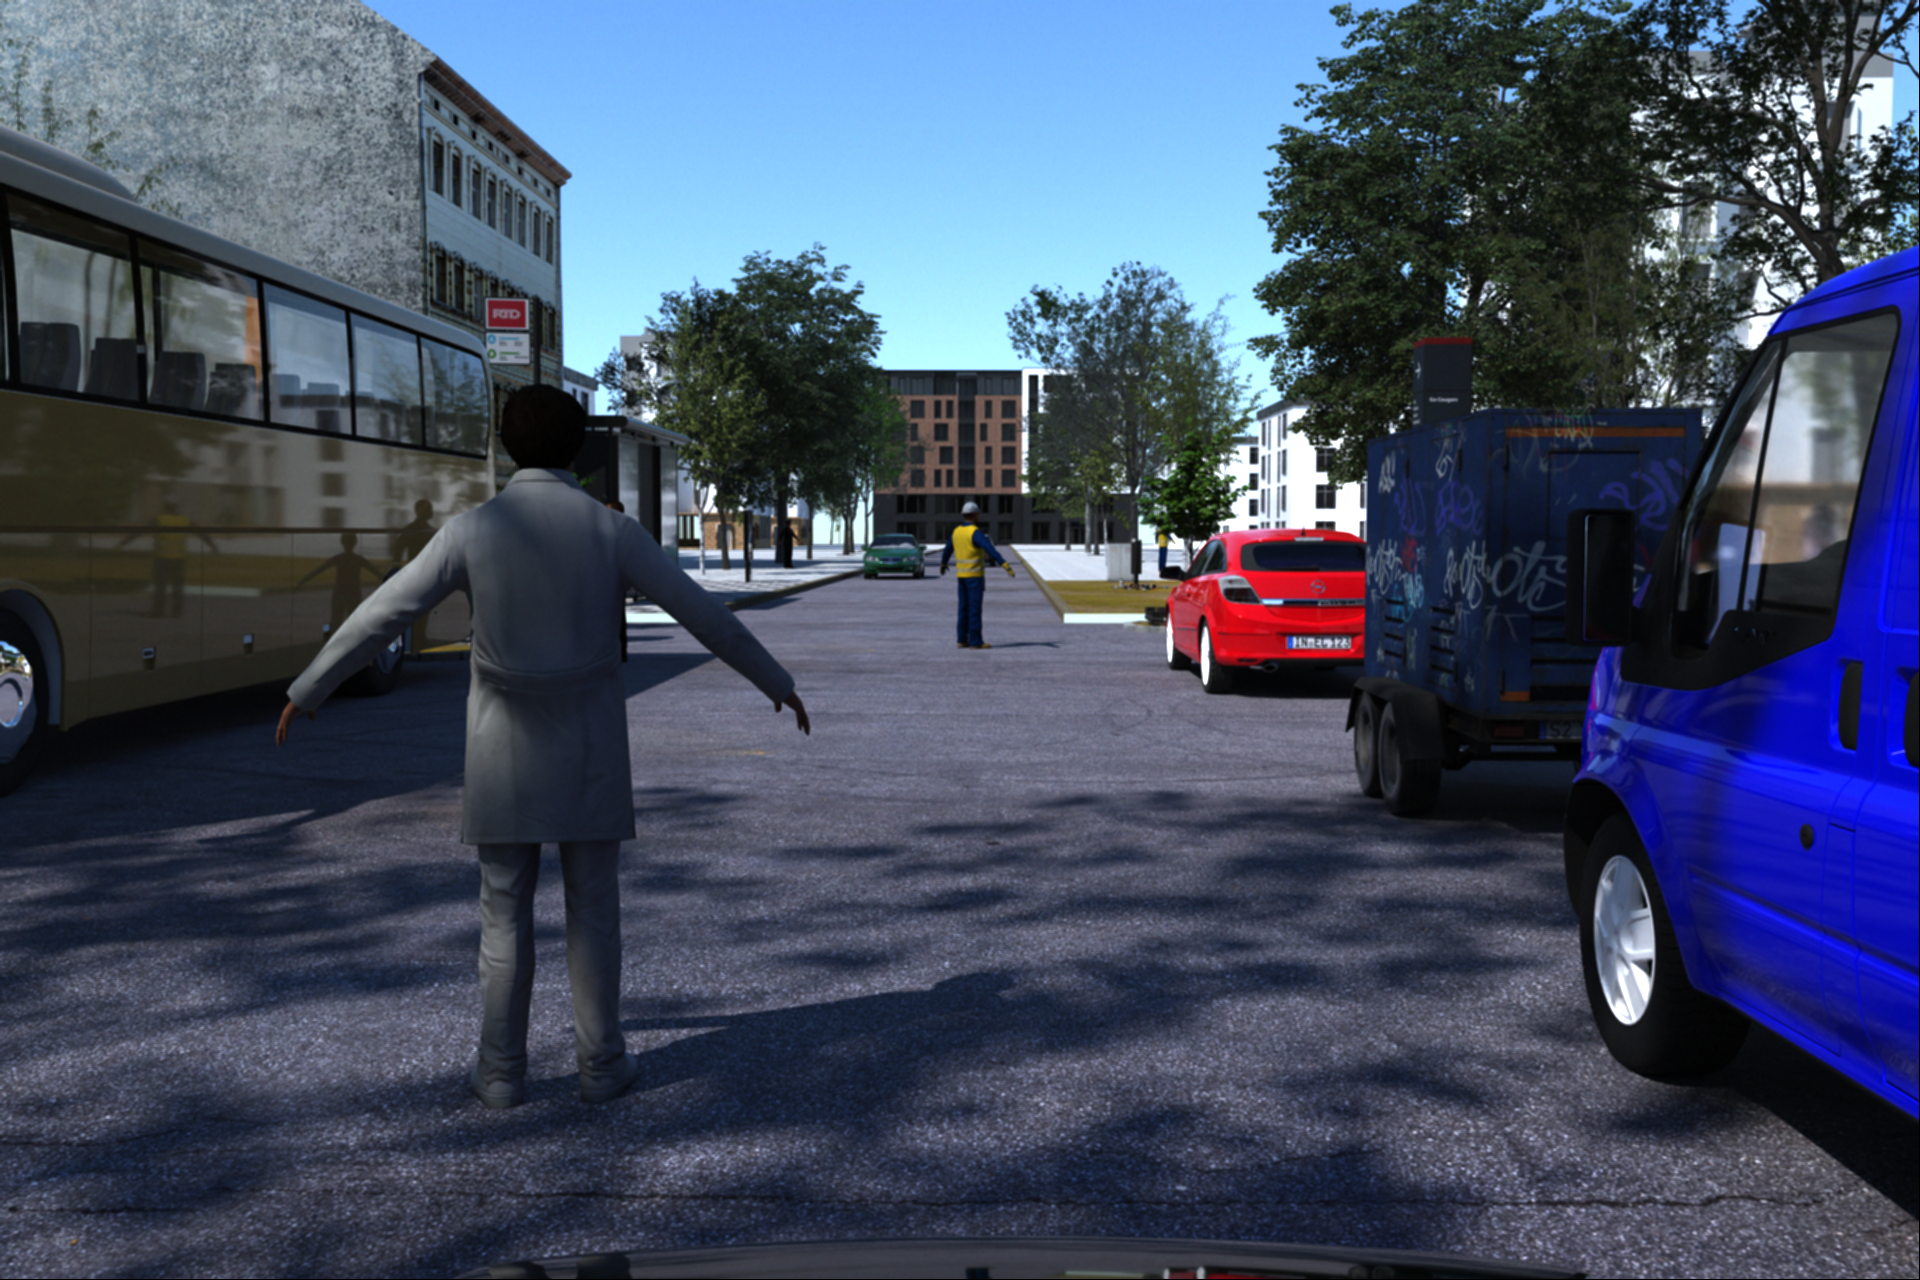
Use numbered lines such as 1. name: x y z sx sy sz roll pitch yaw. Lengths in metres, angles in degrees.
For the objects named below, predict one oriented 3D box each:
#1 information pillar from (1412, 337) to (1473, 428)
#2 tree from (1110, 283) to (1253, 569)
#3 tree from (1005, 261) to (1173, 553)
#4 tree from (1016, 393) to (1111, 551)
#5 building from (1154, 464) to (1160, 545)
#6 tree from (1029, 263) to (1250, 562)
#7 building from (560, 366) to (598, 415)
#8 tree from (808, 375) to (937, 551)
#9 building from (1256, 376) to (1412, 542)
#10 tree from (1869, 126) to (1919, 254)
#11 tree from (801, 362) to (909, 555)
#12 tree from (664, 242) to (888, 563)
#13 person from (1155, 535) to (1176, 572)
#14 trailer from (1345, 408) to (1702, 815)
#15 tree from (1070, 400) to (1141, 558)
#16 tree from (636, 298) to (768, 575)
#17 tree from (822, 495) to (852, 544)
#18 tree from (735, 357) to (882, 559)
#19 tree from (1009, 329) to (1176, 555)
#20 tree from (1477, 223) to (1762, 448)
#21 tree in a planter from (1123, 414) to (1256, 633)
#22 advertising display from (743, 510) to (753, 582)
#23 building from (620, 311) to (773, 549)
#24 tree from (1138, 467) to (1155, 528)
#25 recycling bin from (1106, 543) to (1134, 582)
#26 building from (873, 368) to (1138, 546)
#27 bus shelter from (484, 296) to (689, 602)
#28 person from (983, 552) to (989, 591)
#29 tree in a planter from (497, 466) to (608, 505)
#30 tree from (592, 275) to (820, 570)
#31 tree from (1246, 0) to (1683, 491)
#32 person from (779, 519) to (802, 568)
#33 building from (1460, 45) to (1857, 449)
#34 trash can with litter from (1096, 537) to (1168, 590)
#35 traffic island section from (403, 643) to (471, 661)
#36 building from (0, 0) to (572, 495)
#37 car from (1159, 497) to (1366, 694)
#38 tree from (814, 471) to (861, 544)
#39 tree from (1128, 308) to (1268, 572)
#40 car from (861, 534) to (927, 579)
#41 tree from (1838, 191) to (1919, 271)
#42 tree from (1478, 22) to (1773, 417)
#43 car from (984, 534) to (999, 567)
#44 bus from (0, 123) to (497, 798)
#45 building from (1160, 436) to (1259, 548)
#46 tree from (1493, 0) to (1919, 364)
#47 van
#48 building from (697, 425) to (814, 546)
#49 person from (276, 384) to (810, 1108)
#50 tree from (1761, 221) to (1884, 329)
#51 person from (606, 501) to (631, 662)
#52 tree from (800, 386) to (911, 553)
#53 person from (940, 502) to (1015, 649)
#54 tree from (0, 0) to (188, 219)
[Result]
1. information pillar: 6.428 -2.067 23.173 0.750 3.857 0.750 0 4 1
2. tree: 6.885 -6.128 50.548 4.360 8.622 3.978 0 3 0
3. tree: 10.312 -16.081 118.811 12.611 20.169 13.585 0 3 0
4. tree: 8.184 -13.194 133.845 7.486 12.596 7.792 0 3 0
5. building: 27.110 -15.226 191.096 9.099 9.664 28.070 0 4 1
6. tree: 7.955 -10.275 78.369 12.009 13.543 11.850 0 3 0
7. building: -24.218 -9.309 94.356 9.099 9.664 28.070 0 4 0
8. tree: -6.847 -13.331 128.331 12.009 13.543 11.850 0 3 0
9. building: 24.535 -9.952 104.866 9.099 9.664 28.070 0 4 1
10. tree: 17.386 -4.809 28.982 4.737 8.622 4.395 0 3 0
11. tree: -6.889 -10.907 104.091 9.928 11.665 9.643 0 3 0
12. tree: -7.917 -10.335 75.634 9.857 13.997 8.962 0 3 0
13. person: 6.936 -3.187 58.568 0.721 1.772 1.216 -2 4 -25
14. trailer: 2.926 -0.169 9.814 1.471 1.999 3.904 0 4 2
15. tree: 7.806 -8.679 92.270 4.737 8.622 4.395 0 3 0
16. tree: -8.021 -6.327 53.814 4.737 8.622 4.395 0 3 0
17. tree: -16.036 -16.892 226.549 4.737 8.622 4.395 0 3 0
18. tree: -7.727 -9.347 87.241 8.767 10.594 7.601 1 4 11
19. tree: 8.118 -11.837 103.899 12.009 13.543 11.850 0 3 0
20. tree: 17.945 -6.883 46.955 8.767 10.594 7.601 0 4 5
21. tree in a planter: 3.479 -1.757 25.955 1.991 3.239 1.994 0 4 1
22. advertising display: -5.678 -2.524 46.476 0.123 1.923 0.974 0 4 0
23. building: -22.567 -17.804 147.510 16.016 20.090 11.380 0 4 0
24. tree: 26.581 -18.785 225.266 7.486 12.596 7.792 0 3 0
25. recycling bin: 4.324 -2.096 46.824 0.722 1.027 0.722 0 4 1
26. building: 5.336 -23.146 224.861 32.646 21.610 27.936 0 4 -1
27. bus shelter: -6.883 -3.327 32.032 2.179 5.291 8.768 0 4 1
28. person: 0.460 -1.925 43.204 0.599 1.433 0.991 2 4 31
29. tree in a planter: -6.244 -1.741 25.690 1.991 3.239 1.994 0 4 2
30. tree: -8.667 -7.834 62.506 7.601 10.594 8.767 3 5 44
31. tree: 10.552 -8.015 37.699 9.857 13.997 8.962 0 3 0
32. person: -6.409 -3.608 64.931 0.705 1.837 1.347 -3 5 -43
33. building: 26.797 -13.281 73.567 16.016 20.090 11.380 0 4 2
34. trash can with litter: 4.038 -1.798 40.456 1.678 1.210 2.233 0 4 2
35. traffic island section: -6.398 0.145 20.501 1.991 0.108 1.994 0 4 1
36. building: -26.148 -14.259 64.056 19.493 23.208 18.063 0 4 1
37. car: 3.090 -0.488 17.021 2.155 1.783 4.494 0 4 0
38. tree: -16.053 -17.451 219.740 7.601 10.594 8.767 1 4 10
39. tree: 7.664 -6.519 56.952 4.737 8.622 4.395 0 3 0
40. car: -2.122 -2.736 56.534 2.131 1.459 4.920 0 4 1
41. tree: 19.087 -5.139 34.383 4.737 8.622 4.395 0 3 0
42. tree: 9.869 -4.599 25.554 4.360 8.622 3.978 0 3 0
43. car: 0.728 -4.106 76.923 2.009 1.686 4.222 0 4 0
44. bus: -6.308 -1.283 12.529 2.896 3.916 12.252 0 4 1
45. building: 24.397 -13.484 162.614 9.099 9.664 28.070 0 4 1
46. tree: 9.195 -5.052 17.010 8.767 10.594 7.601 3 4 38
47. van: 2.651 0.094 2.844 2.240 2.365 5.245 0 4 1
48. building: -22.040 -20.120 185.386 16.016 20.090 11.380 0 4 2
49. person: -1.048 0.259 4.413 1.347 1.806 0.705 -1 4 -10
50. tree: 20.426 -5.504 40.355 4.360 8.622 3.978 0 3 0
51. person: -3.885 -0.658 19.445 0.704 1.802 1.346 -1 4 -14
52. tree: -7.219 -11.668 116.523 9.928 11.665 9.643 0 3 0
53. person: 0.155 -0.813 21.725 0.705 1.833 1.349 -3 5 -41
54. tree: -12.797 -4.383 22.017 4.360 8.622 3.978 0 3 0
